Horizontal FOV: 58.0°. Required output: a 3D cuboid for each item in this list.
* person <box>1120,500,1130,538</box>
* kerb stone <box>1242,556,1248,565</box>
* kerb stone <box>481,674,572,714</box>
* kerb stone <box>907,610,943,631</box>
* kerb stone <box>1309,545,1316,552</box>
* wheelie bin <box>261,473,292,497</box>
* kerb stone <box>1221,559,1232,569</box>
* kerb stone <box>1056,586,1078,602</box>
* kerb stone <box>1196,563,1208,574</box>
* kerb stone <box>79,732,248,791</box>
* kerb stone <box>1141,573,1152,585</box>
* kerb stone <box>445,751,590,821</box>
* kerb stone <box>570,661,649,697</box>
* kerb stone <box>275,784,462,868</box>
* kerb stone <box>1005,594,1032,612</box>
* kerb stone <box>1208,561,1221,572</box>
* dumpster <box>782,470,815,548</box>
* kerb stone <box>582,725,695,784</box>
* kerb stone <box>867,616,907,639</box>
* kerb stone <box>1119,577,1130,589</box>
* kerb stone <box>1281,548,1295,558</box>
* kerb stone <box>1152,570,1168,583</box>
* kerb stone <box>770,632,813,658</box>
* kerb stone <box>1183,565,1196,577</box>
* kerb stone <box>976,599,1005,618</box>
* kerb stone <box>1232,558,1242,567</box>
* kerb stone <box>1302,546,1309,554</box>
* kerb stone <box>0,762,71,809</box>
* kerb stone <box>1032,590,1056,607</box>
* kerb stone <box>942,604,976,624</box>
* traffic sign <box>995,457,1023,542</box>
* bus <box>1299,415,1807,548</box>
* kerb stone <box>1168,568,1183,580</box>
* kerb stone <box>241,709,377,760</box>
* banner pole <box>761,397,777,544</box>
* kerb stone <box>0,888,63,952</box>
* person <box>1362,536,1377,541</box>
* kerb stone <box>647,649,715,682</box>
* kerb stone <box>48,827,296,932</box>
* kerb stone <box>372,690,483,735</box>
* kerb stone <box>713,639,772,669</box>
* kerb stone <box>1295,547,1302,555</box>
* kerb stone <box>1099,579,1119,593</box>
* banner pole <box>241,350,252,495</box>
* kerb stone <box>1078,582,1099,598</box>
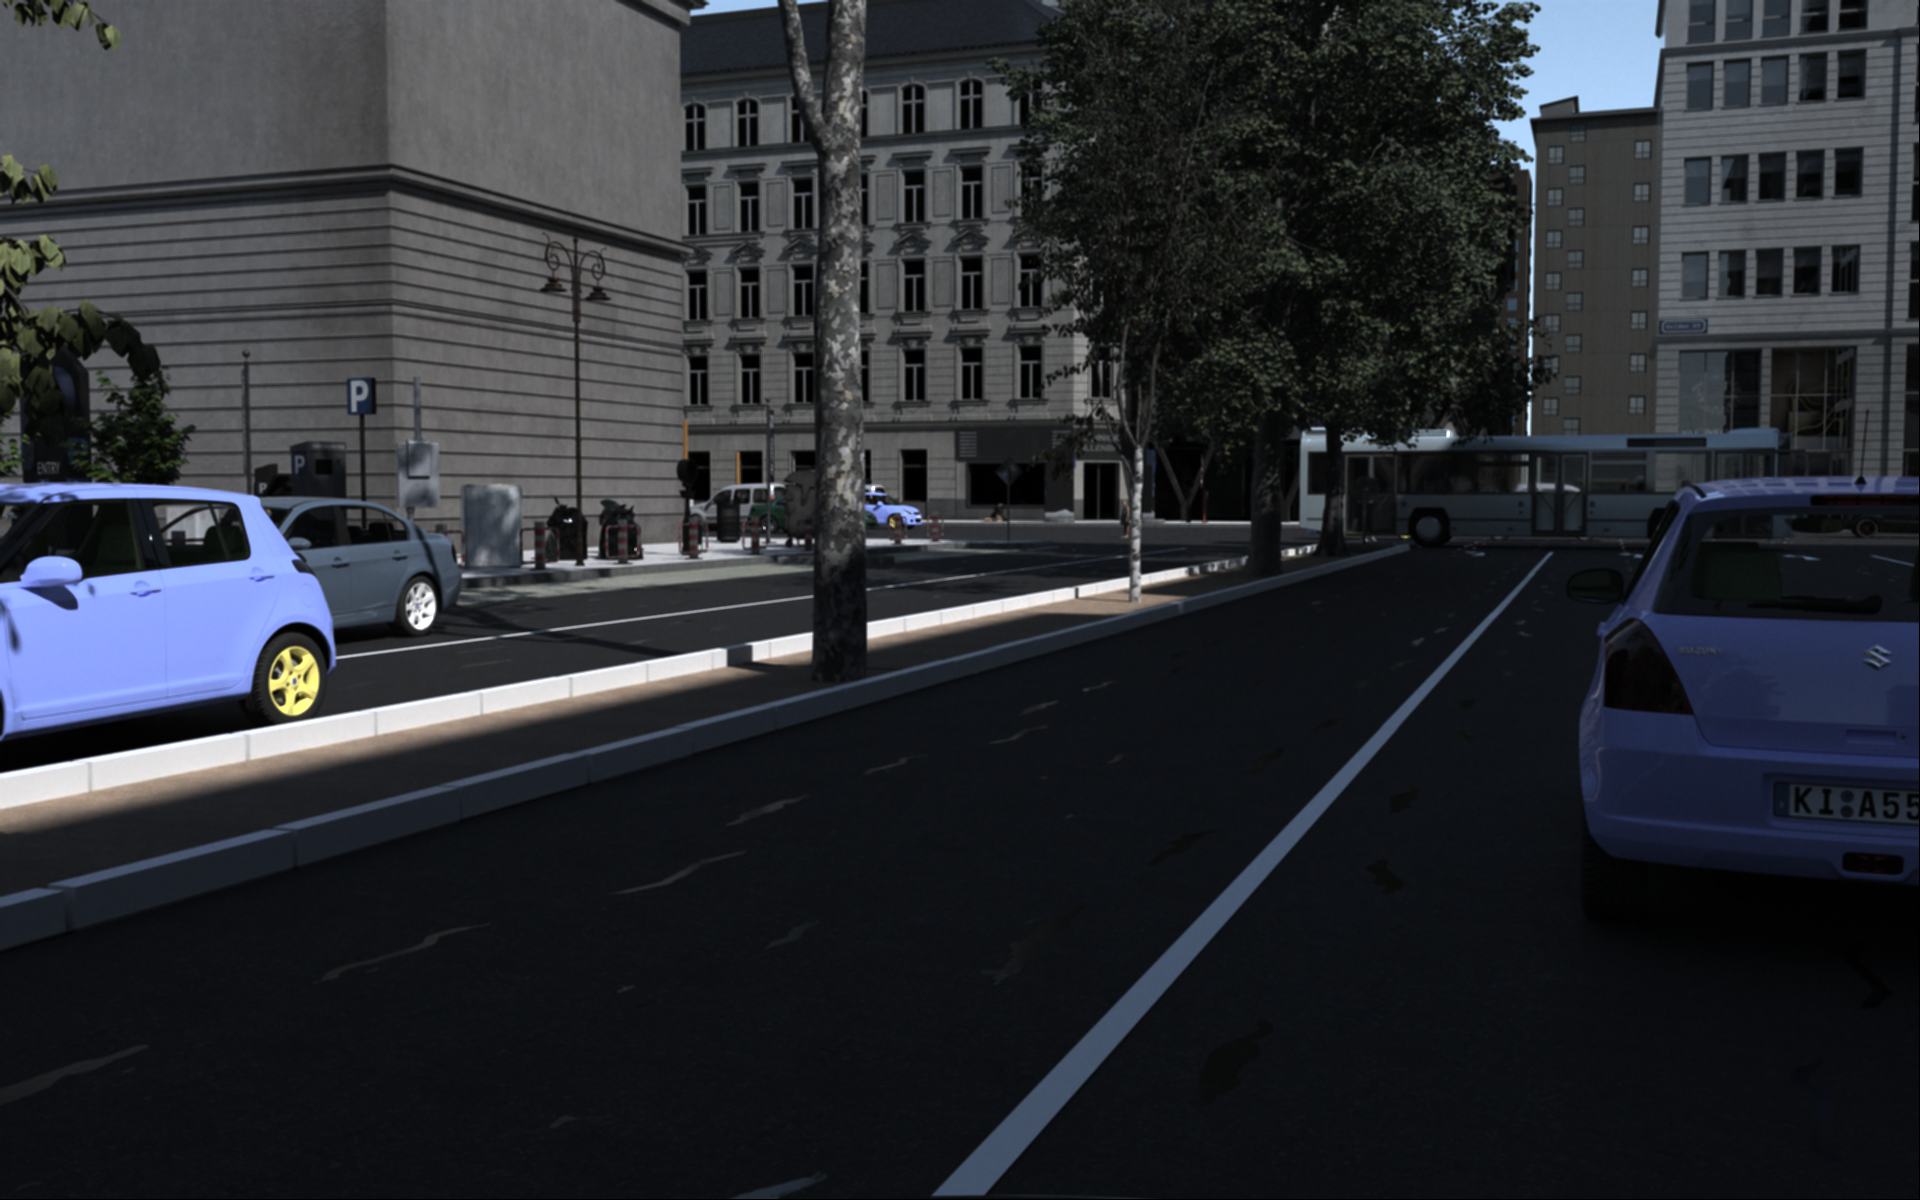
[{"bbox_3d":[5.406,-2.669,56.810,0.373,1.253,0.362,-2,4,-23],"label":"person"},{"bbox_3d":[5.675,-0.771,34.848,0.120,0.150,1.000,1,4,20],"label":"kerb stone"},{"bbox_3d":[-2.965,0.643,11.675,0.120,0.150,1.000,1,4,20],"label":"kerb stone"},{"bbox_3d":[-0.442,0.231,18.420,0.120,0.150,1.000,1,4,20],"label":"kerb stone"},{"bbox_3d":[8.545,-1.246,42.570,0.120,0.150,1.000,1,4,20],"label":"kerb stone"},{"bbox_3d":[-10.266,-1.139,26.534,0.693,1.594,0.980,1,4,15],"label":"wheelie bin"},{"bbox_3d":[4.961,-0.656,32.915,0.120,0.150,1.000,1,4,20],"label":"kerb stone"},{"bbox_3d":[1.354,-0.064,23.243,0.120,0.150,1.000,1,4,20],"label":"kerb stone"},{"bbox_3d":[4.233,-0.538,30.987,0.120,0.150,1.000,1,4,20],"label":"kerb stone"},{"bbox_3d":[-4.039,0.820,8.784,0.120,0.150,1.000,1,4,20],"label":"kerb stone"},{"bbox_3d":[2.788,-0.298,27.106,0.120,0.150,1.000,1,4,20],"label":"kerb stone"},{"bbox_3d":[-2.066,0.863,8.082,0.120,0.150,1.000,1,4,20],"label":"kerb stone"},{"bbox_3d":[-2.601,0.586,12.644,0.120,0.150,1.000,1,4,20],"label":"kerb stone"},{"bbox_3d":[-2.416,0.922,7.117,0.120,0.150,1.000,1,4,20],"label":"kerb stone"},{"bbox_3d":[0.637,0.054,21.319,0.120,0.150,1.000,1,4,20],"label":"kerb stone"},{"bbox_3d":[4.601,-0.597,31.954,0.120,0.150,1.000,1,4,20],"label":"kerb stone"},{"bbox_3d":[-3.370,-2.198,41.699,1.264,1.857,1.865,1,4,20],"label":"dumpster"},{"bbox_3d":[-1.698,0.807,9.041,0.120,0.150,1.000,1,4,20],"label":"kerb stone"},{"bbox_3d":[-0.808,0.290,17.460,0.120,0.150,1.000,1,4,20],"label":"kerb stone"},{"bbox_3d":[2.422,-0.241,26.137,0.120,0.150,1.000,1,4,20],"label":"kerb stone"},{"bbox_3d":[7.471,-1.068,39.663,0.120,0.150,1.000,1,4,20],"label":"kerb stone"},{"bbox_3d":[3.154,-0.358,28.072,0.120,0.150,1.000,1,4,20],"label":"kerb stone"},{"bbox_3d":[-1.524,0.408,15.529,0.120,0.150,1.000,1,4,20],"label":"kerb stone"},{"bbox_3d":[3.874,-0.477,30.024,0.120,0.150,1.000,1,4,20],"label":"kerb stone"},{"bbox_3d":[0.277,0.113,20.355,0.120,0.150,1.000,1,4,20],"label":"kerb stone"},{"bbox_3d":[5.318,-0.709,33.878,0.120,0.150,1.000,1,4,20],"label":"kerb stone"},{"bbox_3d":[8.188,-1.182,41.590,0.120,0.150,1.000,1,4,20],"label":"kerb stone"},{"bbox_3d":[-4.393,0.879,7.820,0.120,0.150,1.000,1,4,20],"label":"kerb stone"},{"bbox_3d":[0.992,-0.005,22.283,0.120,0.150,1.000,1,4,20],"label":"kerb stone"},{"bbox_3d":[-0.080,0.172,19.389,0.120,0.150,1.000,1,4,20],"label":"kerb stone"},{"bbox_3d":[1.311,-2.633,46.698,0.795,2.450,0.064,1,4,20],"label":"traffic sign"},{"bbox_3d":[15.945,-3.149,46.349,13.247,3.499,2.948,1,4,20],"label":"bus"},{"bbox_3d":[3.516,-0.419,29.047,0.120,0.150,1.000,1,4,20],"label":"kerb stone"},{"bbox_3d":[-3.677,0.761,9.746,0.120,0.150,1.000,1,4,20],"label":"kerb stone"},{"bbox_3d":[-4.942,-3.374,45.178,0.401,3.779,0.863,0,4,8],"label":"banner pole"},{"bbox_3d":[-3.145,1.049,5.194,0.120,0.150,1.000,1,4,20],"label":"kerb stone"},{"bbox_3d":[12.312,-2.672,52.459,0.793,1.790,0.793,-2,4,-30],"label":"person"},{"bbox_3d":[-2.242,0.525,13.606,0.120,0.150,1.000,1,4,20],"label":"kerb stone"},{"bbox_3d":[-2.774,0.984,6.156,0.120,0.150,1.000,1,4,20],"label":"kerb stone"},{"bbox_3d":[-3.321,0.703,10.709,0.120,0.150,1.000,1,4,20],"label":"kerb stone"},{"bbox_3d":[-1.887,0.466,14.569,0.120,0.150,1.000,1,4,20],"label":"kerb stone"},{"bbox_3d":[7.829,-1.127,40.629,0.120,0.150,1.000,1,4,20],"label":"kerb stone"},{"bbox_3d":[2.078,-0.182,25.169,0.120,0.150,1.000,1,4,20],"label":"kerb stone"},{"bbox_3d":[-12.524,-2.471,30.414,0.401,3.779,0.863,-2,4,-30],"label":"banner pole"},{"bbox_3d":[1.714,-0.121,24.205,0.120,0.150,1.000,1,4,20],"label":"kerb stone"}]
